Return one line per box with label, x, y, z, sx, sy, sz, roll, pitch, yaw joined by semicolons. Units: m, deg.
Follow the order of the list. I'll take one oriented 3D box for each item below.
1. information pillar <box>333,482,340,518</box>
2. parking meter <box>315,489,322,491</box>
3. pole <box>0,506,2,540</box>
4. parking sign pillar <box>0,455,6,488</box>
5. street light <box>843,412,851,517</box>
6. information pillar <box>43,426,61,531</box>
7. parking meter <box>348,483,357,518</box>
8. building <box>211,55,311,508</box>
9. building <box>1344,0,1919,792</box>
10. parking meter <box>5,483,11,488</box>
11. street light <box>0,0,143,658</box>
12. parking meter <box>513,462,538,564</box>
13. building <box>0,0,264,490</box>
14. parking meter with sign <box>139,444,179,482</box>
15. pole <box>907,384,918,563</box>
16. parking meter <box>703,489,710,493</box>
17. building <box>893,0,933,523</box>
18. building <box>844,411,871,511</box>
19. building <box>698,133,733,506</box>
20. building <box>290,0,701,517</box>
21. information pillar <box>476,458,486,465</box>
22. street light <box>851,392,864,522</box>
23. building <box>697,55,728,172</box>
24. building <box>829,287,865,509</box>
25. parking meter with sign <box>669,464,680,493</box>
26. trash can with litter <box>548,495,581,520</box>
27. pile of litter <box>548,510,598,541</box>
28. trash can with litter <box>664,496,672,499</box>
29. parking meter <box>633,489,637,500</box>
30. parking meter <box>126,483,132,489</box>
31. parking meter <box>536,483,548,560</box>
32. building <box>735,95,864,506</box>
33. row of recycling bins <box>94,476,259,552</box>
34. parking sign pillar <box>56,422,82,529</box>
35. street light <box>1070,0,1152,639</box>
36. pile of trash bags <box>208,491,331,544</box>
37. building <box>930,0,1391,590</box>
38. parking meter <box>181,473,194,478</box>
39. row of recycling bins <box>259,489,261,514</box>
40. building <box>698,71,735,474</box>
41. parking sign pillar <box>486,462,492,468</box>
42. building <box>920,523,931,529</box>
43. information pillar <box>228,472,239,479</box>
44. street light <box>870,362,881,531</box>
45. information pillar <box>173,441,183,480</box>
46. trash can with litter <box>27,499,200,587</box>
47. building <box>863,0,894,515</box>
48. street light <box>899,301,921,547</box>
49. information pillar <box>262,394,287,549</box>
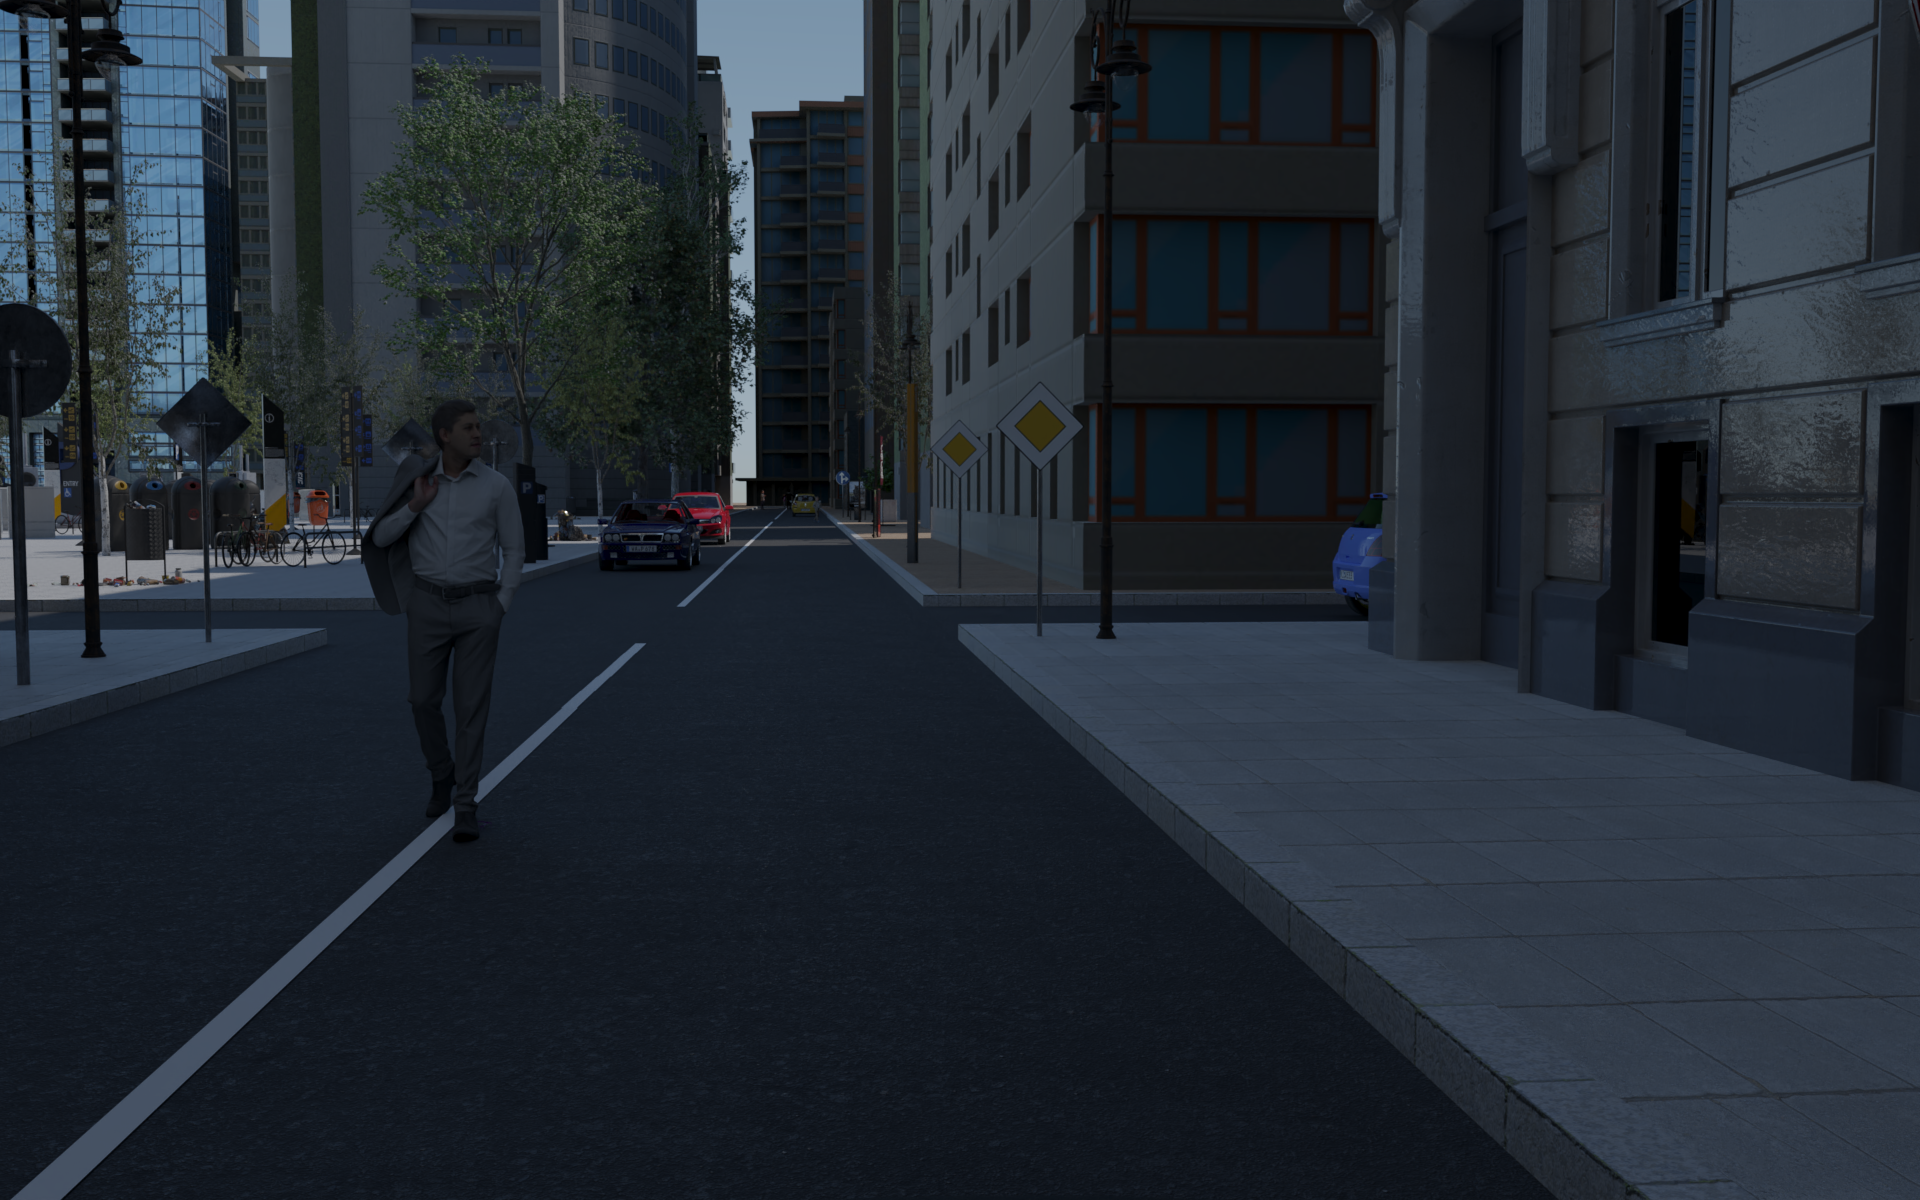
information pillar;-33.899;-5.484;94.158;0.304;2.012;0.304;-3;4;-36
parking meter;-31.416;-4.675;84.849;0.372;1.533;0.369;0;3;0
pole;-26.848;-3.327;48.237;0.158;3.312;0.155;0;3;0
parking sign pillar;-47.394;-5.878;84.574;1.447;3.967;1.447;-1;4;-12
street light;-6.304;-7.625;97.451;0.468;5.910;1.993;0;4;-5
information pillar;-31.247;-4.172;59.572;0.504;3.616;0.183;-3;4;-39
parking meter;-32.743;-5.364;93.412;0.399;1.863;0.255;1;4;17
building;-48.667;-28.242;153.632;23.993;40.220;32.217;0;4;-5
building;10.452;-13.362;4.376;13.634;28.700;20.117;0;4;-5
parking meter;-47.973;-4.989;87.284;0.399;1.863;0.255;0;4;-2
street light;-6.820;-2.487;13.454;0.468;5.910;1.993;0;4;-5
parking meter;-8.043;-1.612;32.063;0.399;1.863;0.255;-2;4;-33
building;-76.521;-51.513;154.911;31.000;86.520;22.319;0;4;-5
parking meter with sign;-28.333;-3.940;60.680;1.738;3.016;0.543;-1;4;-15
pole;-0.878;-2.339;32.084;0.158;3.312;0.155;0;3;0
parking meter;-13.755;-5.244;94.155;0.372;1.533;0.369;0;3;0
building;3.404;-24.964;91.754;14.154;41.232;14.086;0;4;-5
building;2.851;-49.843;127.610;22.319;86.520;31.000;0;4;-5
building;-26.781;-22.969;147.239;14.160;30.474;14.107;0;4;-5
building;-28.017;-34.714;109.577;21.231;58.520;28.212;0;4;-5
information pillar;-23.407;-5.711;84.732;0.504;3.616;0.183;0;4;-4
street light;-4.562;-6.465;78.488;0.468;5.910;1.993;0;4;-5
building;-28.968;-29.381;163.975;14.086;41.232;14.154;0;4;-5
building;1.978;-19.280;160.261;27.650;21.520;28.899;0;4;-5
parking meter with sign;-15.747;-6.109;96.144;0.543;3.016;1.738;0;4;-2
trash can with litter;-19.958;-4.647;87.041;2.233;1.210;1.678;-3;4;-38
pile of litter;-10.743;-2.058;47.608;1.719;0.858;1.176;2;4;35
trash can with litter;-14.449;-4.485;84.717;0.624;1.170;1.055;2;4;30
parking meter;-14.667;-4.294;78.616;0.372;1.533;0.369;0;3;0
parking meter;-42.027;-5.022;87.820;0.399;1.863;0.255;-1;4;-20
parking meter;-8.202;-1.544;33.658;0.372;1.533;0.369;0;3;0
building;-10.327;-32.959;193.496;28.867;44.769;22.147;0;4;-5
row of recycling bins;-18.156;-1.997;39.761;3.534;1.692;1.069;-3;5;-44
parking sign pillar;-33.206;-4.663;64.708;1.447;3.967;1.447;1;4;17
street light;1.299;-2.595;15.215;0.468;5.910;1.993;0;4;-5
pile of trash bags;-17.998;-2.145;44.817;3.447;1.369;1.912;-3;5;-44
building;14.785;-11.771;37.497;28.899;21.520;27.650;0;4;-5
parking meter;-21.535;-2.607;48.333;0.255;1.863;0.399;-1;4;-9
row of recycling bins;-21.759;-2.580;49.304;3.534;1.692;1.069;-1;4;-12
building;-40.343;-34.972;191.408;30.456;49.044;23.786;0;4;-5
parking sign pillar;-24.721;-6.175;89.441;1.447;3.967;1.447;2;4;30
building;5.266;-23.620;69.788;14.154;41.232;14.086;0;4;-5
information pillar;-24.707;-3.331;58.953;0.304;2.012;0.304;-1;4;-15
street light;-2.935;-5.354;60.328;0.468;5.910;1.993;0;4;-5
information pillar;-29.575;-4.537;65.539;0.183;3.616;0.504;0;4;7
trash can with litter;-11.965;-0.826;24.555;2.233;1.210;1.678;-1;4;-17
building;1.282;-27.869;105.774;14.600;45.320;14.200;0;4;-5
street light;-1.205;-4.209;41.601;0.468;5.910;1.993;0;4;-5
information pillar;-16.116;-3.017;40.678;0.504;3.616;0.183;-3;4;-36
